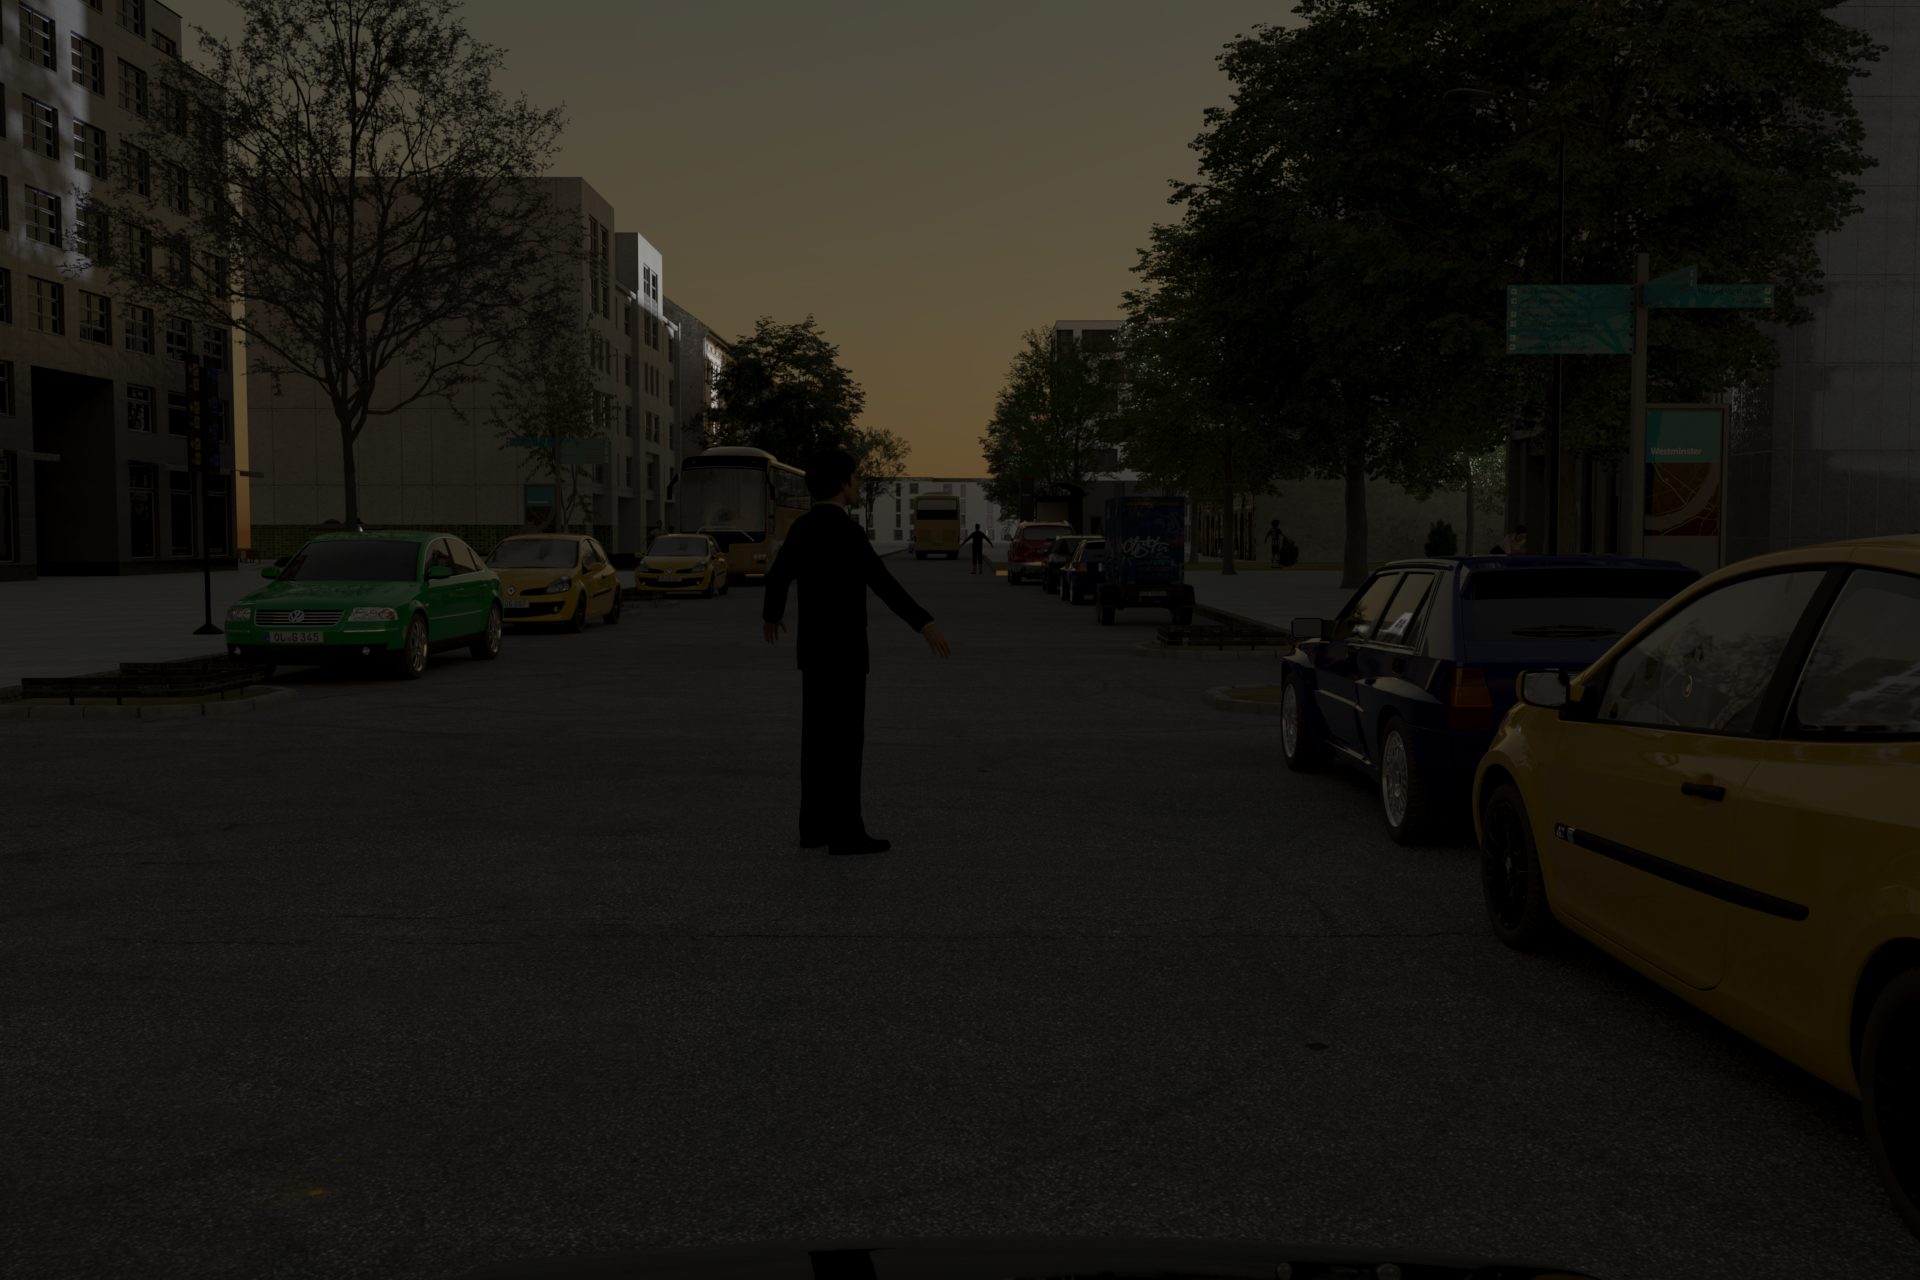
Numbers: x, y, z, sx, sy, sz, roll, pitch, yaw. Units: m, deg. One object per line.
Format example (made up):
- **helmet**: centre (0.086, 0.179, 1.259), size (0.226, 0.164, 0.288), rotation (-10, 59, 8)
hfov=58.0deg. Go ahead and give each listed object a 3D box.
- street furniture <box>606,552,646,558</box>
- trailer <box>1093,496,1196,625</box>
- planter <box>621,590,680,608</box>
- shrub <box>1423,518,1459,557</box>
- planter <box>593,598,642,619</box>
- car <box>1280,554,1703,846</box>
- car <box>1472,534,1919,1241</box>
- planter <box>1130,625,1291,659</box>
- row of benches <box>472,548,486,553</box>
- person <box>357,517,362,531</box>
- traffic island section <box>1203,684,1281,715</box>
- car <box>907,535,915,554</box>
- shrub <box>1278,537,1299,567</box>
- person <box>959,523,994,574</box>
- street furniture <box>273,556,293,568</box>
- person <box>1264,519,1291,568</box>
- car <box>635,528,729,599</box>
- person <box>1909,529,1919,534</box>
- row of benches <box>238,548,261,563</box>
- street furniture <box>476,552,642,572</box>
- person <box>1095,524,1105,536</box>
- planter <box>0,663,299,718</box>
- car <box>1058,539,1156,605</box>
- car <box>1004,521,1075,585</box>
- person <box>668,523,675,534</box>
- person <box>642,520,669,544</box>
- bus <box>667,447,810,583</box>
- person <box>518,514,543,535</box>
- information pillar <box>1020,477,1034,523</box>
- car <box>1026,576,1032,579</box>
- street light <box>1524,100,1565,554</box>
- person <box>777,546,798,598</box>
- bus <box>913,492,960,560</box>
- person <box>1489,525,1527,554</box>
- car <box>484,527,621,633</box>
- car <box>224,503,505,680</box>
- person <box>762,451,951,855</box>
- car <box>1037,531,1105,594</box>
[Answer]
- **street furniture**: centre (-15.487, -3.500, 72.848), size (5.734, 0.657, 10.072), rotation (1, 4, 10)
- **trailer**: centre (2.905, -1.295, 28.217), size (1.471, 1.999, 3.904), rotation (0, 4, -1)
- **planter**: centre (-6.645, -0.812, 34.410), size (1.991, 0.319, 1.994), rotation (0, 3, 0)
- **shrub**: centre (21.987, -4.571, 79.153), size (1.690, 2.028, 1.600), rotation (0, 3, 0)
- **planter**: centre (-6.644, -0.556, 30.236), size (1.991, 0.319, 1.994), rotation (0, 4, 1)
- **car**: centre (2.848, 0.200, 9.307), size (1.945, 1.354, 3.894), rotation (0, 4, 0)
- **car**: centre (2.739, 0.331, 4.817), size (2.015, 1.641, 3.980), rotation (0, 4, -1)
- **planter**: centre (3.074, 0.019, 20.823), size (1.991, 0.319, 1.994), rotation (0, 4, 0)
- **row of benches**: centre (-21.889, -3.792, 77.458), size (4.104, 0.672, 1.422), rotation (0, 4, -1)
- **person**: centre (-18.807, -2.929, 53.970), size (0.704, 1.819, 1.344), rotation (-2, 4, -25)
- **traffic island section**: centre (3.090, 0.506, 14.594), size (1.991, 0.108, 1.994), rotation (0, 4, 0)
- **car**: centre (-2.931, -7.163, 129.111), size (2.014, 1.417, 4.499), rotation (0, 4, 0)
- **shrub**: centre (12.806, -3.468, 67.819), size (1.383, 1.207, 1.383), rotation (0, 3, 0)
- **person**: centre (0.612, -3.272, 62.097), size (1.346, 1.812, 0.704), rotation (-1, 4, -21)
- **street furniture**: centre (-22.865, -3.189, 67.770), size (5.734, 0.657, 10.072), rotation (1, 4, 10)
- **person**: centre (11.835, -3.587, 64.784), size (0.704, 1.843, 1.345), rotation (-2, 4, -35)
- **car**: centre (-6.350, -1.804, 39.714), size (2.015, 1.641, 3.980), rotation (0, 4, 0)
- **person**: centre (13.489, -1.105, 23.972), size (0.599, 1.838, 0.709), rotation (0, 4, -2)
- **row of benches**: centre (-32.395, -3.830, 78.082), size (1.422, 0.672, 4.104), rotation (-3, 4, -37)
- **street furniture**: centre (-12.474, -2.830, 61.903), size (10.072, 0.657, 5.734), rotation (0, 4, 2)
- **person**: centre (7.636, -5.362, 93.803), size (0.705, 1.813, 1.348), rotation (-3, 5, -41)
- **planter**: centre (-6.705, 0.408, 14.472), size (1.991, 0.319, 1.994), rotation (0, 4, 1)
- **car**: centre (3.060, -1.448, 36.255), size (1.945, 1.354, 3.894), rotation (0, 4, -1)
- **car**: centre (2.429, -2.541, 50.220), size (2.281, 1.827, 5.304), rotation (0, 3, 0)
- **person**: centre (-15.048, -5.186, 90.557), size (0.705, 1.858, 1.354), rotation (0, 4, 2)
- **person**: centre (-9.867, -3.073, 57.012), size (1.217, 1.739, 0.721), rotation (-1, 4, -14)
- **bus**: centre (-6.348, -3.719, 52.346), size (2.896, 3.916, 12.252), rotation (0, 4, 0)
- **person**: centre (-10.354, -2.151, 41.749), size (0.617, 1.759, 0.750), rotation (-1, 4, -12)
- **information pillar**: centre (3.037, -5.455, 78.569), size (0.750, 3.857, 0.750), rotation (0, 4, 0)
- **car**: centre (2.940, -2.849, 56.810), size (2.015, 1.641, 3.980), rotation (0, 4, 0)
- **street light**: centre (6.828, -2.794, 18.221), size (1.470, 5.913, 1.316), rotation (0, 4, 0)
- **person**: centre (-3.462, -1.876, 38.906), size (1.354, 1.856, 0.705), rotation (0, 4, 4)
- **bus**: centre (-1.346, -6.658, 100.412), size (2.896, 3.916, 12.252), rotation (0, 4, -1)
- **person**: centre (9.197, -1.207, 28.974), size (0.799, 1.438, 0.628), rotation (3, 5, 39)
- **car**: centre (-6.301, -0.978, 26.222), size (2.015, 1.641, 3.980), rotation (0, 4, 0)
- **car**: centre (-6.195, -0.589, 18.429), size (1.959, 1.807, 4.718), rotation (0, 4, 0)
- **person**: centre (-0.550, 0.048, 7.856), size (0.705, 1.806, 1.347), rotation (-3, 5, -40)
- **car**: centre (2.935, -2.022, 42.848), size (2.009, 1.686, 4.222), rotation (0, 4, 0)
